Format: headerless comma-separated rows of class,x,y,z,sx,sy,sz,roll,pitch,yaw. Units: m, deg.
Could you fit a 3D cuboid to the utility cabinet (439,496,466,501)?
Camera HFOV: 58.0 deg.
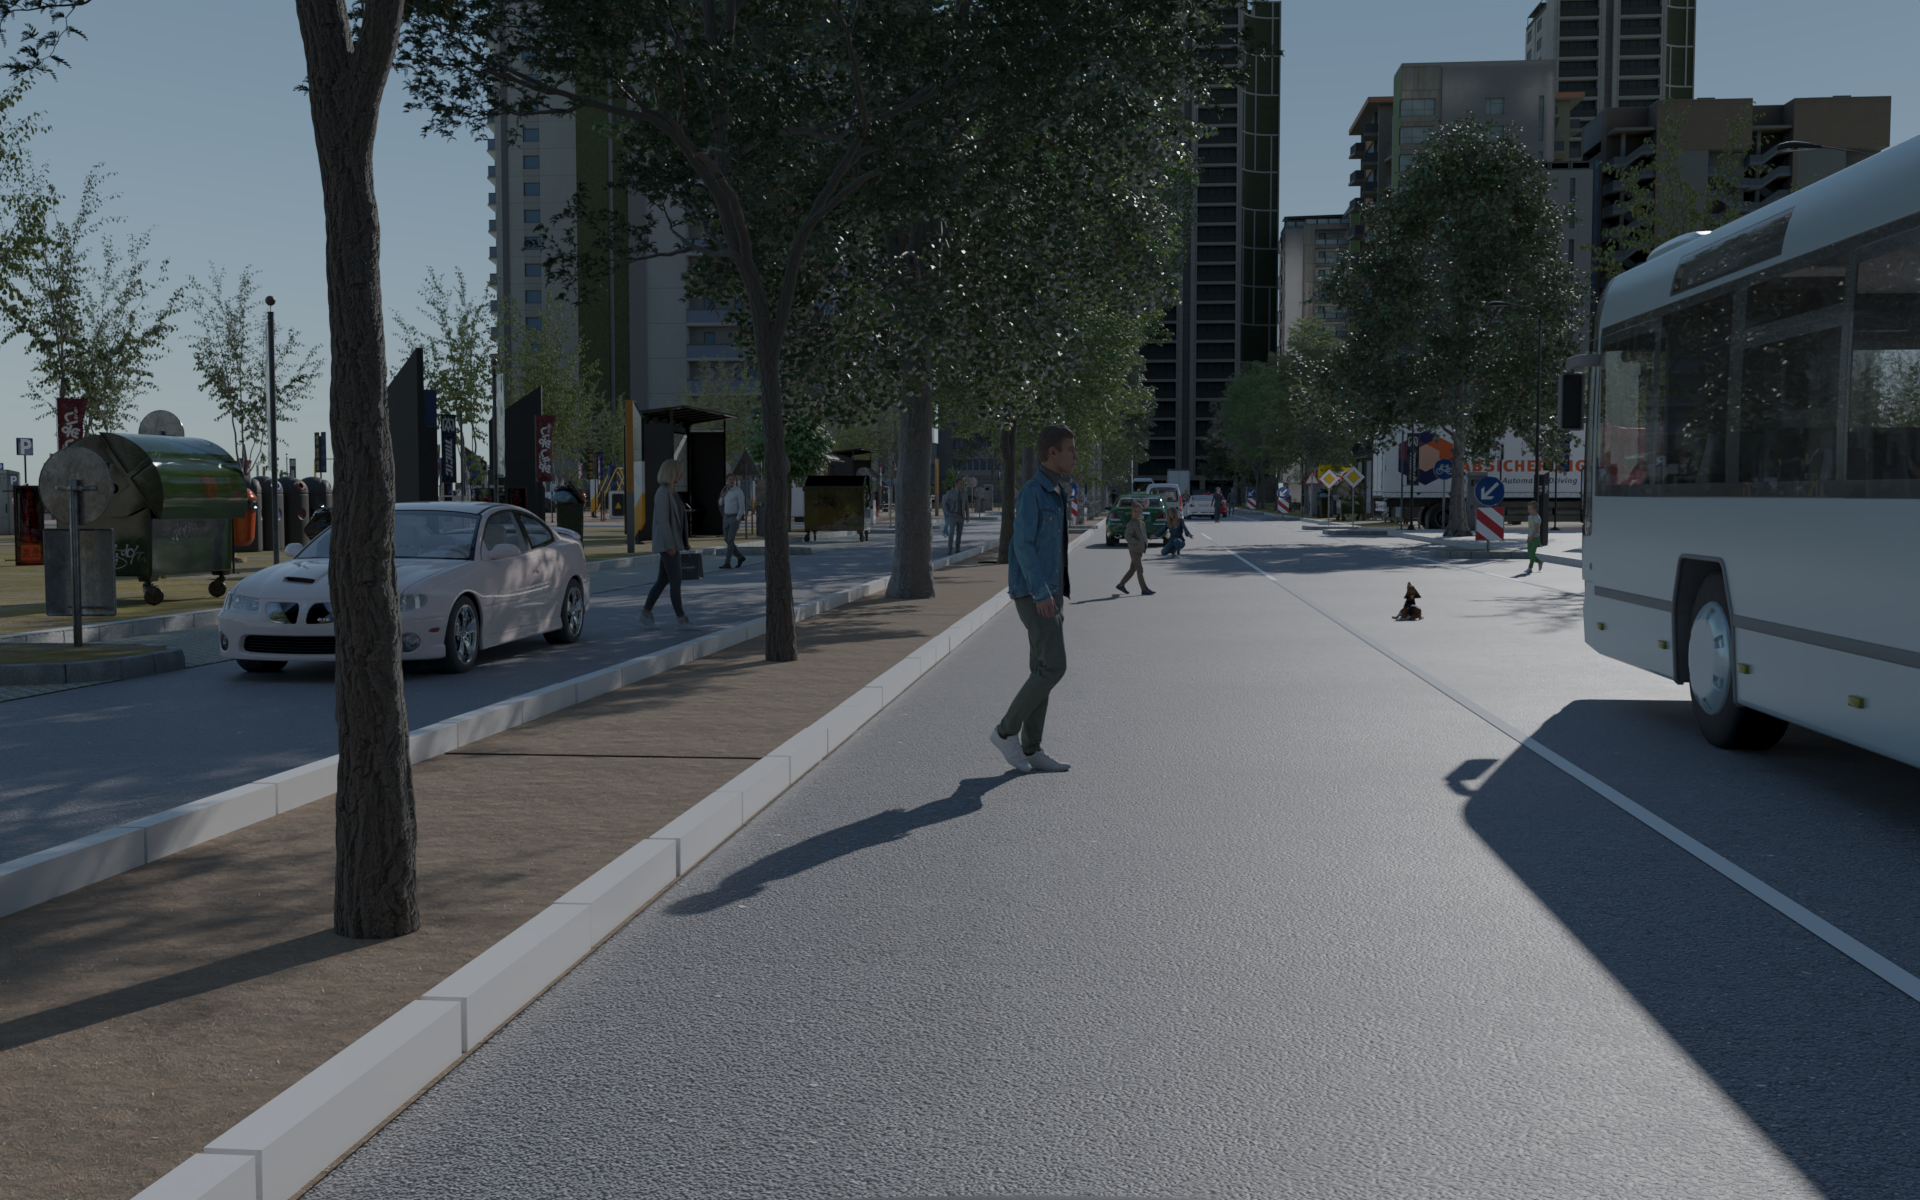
utility cabinet,-18.741,-3.226,63.901,1.020,1.237,0.306,-3,5,-43

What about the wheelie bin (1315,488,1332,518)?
wheelie bin,19.300,-5.144,92.014,0.693,1.594,0.980,-1,4,-15

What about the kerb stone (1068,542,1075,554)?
kerb stone,2.755,-1.305,43.626,0.120,0.150,1.000,0,4,6

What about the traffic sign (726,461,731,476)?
traffic sign,-8.769,-3.873,63.437,0.768,2.556,0.104,1,4,11

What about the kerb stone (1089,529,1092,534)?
kerb stone,4.342,-2.246,58.910,0.120,0.150,1.000,0,4,6

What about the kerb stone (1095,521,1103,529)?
kerb stone,6.094,-3.281,75.837,0.120,0.150,1.000,0,4,6

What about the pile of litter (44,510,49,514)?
pile of litter,-60.037,-6.060,113.047,1.719,0.858,1.176,2,4,33

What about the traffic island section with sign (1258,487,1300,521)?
traffic island section with sign,17.412,-5.235,94.217,1.989,1.847,2.006,0,4,6

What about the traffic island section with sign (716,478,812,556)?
traffic island section with sign,-4.580,-1.979,40.980,1.989,1.847,2.006,0,4,6

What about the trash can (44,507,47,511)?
trash can,-60.846,-6.356,115.580,0.748,1.137,0.748,0,3,0

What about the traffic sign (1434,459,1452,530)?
traffic sign,17.367,-3.795,62.147,0.768,2.556,0.104,0,4,7

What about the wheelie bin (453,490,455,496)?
wheelie bin,-41.722,-8.235,142.555,0.693,1.594,0.980,1,4,16

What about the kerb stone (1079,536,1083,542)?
kerb stone,3.388,-1.685,49.740,0.120,0.150,1.000,0,4,6

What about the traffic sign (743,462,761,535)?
traffic sign,-6.538,-3.200,54.454,0.606,2.300,0.079,1,4,10

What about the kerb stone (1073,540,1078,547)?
kerb stone,2.966,-1.435,45.664,0.120,0.150,1.000,0,4,6

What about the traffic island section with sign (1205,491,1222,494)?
traffic island section with sign,25.428,-9.958,171.443,1.989,1.847,2.006,0,4,6

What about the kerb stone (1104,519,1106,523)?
kerb stone,6.624,-3.590,80.926,0.120,0.150,1.000,0,4,6

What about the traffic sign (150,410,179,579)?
traffic sign,-12.085,-1.596,26.206,0.768,2.556,0.104,1,4,9

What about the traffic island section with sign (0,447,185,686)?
traffic island section with sign,-7.390,-0.317,13.803,1.989,1.847,2.006,0,4,6

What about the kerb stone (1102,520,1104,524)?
kerb stone,6.300,-3.405,77.874,0.120,0.150,1.000,0,4,6

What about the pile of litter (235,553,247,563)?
pile of litter,-14.178,-1.139,32.595,1.719,0.858,1.176,3,5,42

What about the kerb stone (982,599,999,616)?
kerb stone,0.322,0.125,20.198,0.120,0.150,1.000,0,4,6

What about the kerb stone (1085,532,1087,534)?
kerb stone,3.806,-1.934,53.819,0.120,0.150,1.000,0,4,6

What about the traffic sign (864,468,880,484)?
traffic sign,-3.887,-4.544,75.487,0.795,2.450,0.064,1,4,12

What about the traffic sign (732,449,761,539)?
traffic sign,-6.126,-3.033,49.596,0.884,2.594,0.081,1,4,13

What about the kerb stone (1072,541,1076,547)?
kerb stone,2.853,-1.370,44.643,0.120,0.150,1.000,0,4,6

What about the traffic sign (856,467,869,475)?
traffic sign,-4.591,-5.033,82.396,0.768,2.556,0.104,1,4,13

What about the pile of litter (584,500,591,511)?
pile of litter,-28.376,-7.154,130.927,1.719,0.858,1.176,1,4,21

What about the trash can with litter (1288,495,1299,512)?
trash can with litter,23.196,-6.836,122.824,1.678,1.210,2.233,1,4,22

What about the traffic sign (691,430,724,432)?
traffic sign,-8.595,-3.751,55.204,2.265,3.308,0.079,1,4,10

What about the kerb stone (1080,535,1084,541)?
kerb stone,3.494,-1.742,50.765,0.120,0.150,1.000,0,4,6

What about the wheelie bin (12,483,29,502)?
wheelie bin,-26.933,-2.573,49.976,0.693,1.594,0.980,-3,4,-36

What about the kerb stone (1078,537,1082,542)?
kerb stone,3.283,-1.618,48.721,0.120,0.150,1.000,0,4,6

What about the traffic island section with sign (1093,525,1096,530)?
traffic island section with sign,4.506,-3.813,70.480,2.006,1.907,1.989,0,4,6

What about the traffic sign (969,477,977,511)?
traffic sign,0.914,-7.907,129.386,0.768,2.556,0.104,0,4,7

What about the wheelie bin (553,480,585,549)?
wheelie bin,-8.523,-1.829,37.806,0.693,1.594,0.980,-1,4,-12

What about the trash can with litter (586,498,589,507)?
trash can with litter,-29.085,-7.511,134.184,0.624,1.170,1.055,1,4,13

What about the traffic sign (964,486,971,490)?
traffic sign,0.358,-7.691,125.754,0.884,2.594,0.081,1,4,15

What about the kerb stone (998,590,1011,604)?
kerb stone,0.531,0.001,22.236,0.120,0.150,1.000,0,4,6

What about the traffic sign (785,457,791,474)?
traffic sign,-5.729,-3.338,54.675,0.768,2.556,0.104,0,4,8

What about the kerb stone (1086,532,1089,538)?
kerb stone,3.922,-1.995,54.835,0.120,0.150,1.000,0,4,6

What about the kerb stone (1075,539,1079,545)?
kerb stone,3.074,-1.498,46.681,0.120,0.150,1.000,0,4,6

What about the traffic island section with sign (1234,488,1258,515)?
traffic island section with sign,20.200,-6.875,121.028,1.989,1.847,2.006,0,4,6

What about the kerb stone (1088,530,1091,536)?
kerb stone,4.130,-2.121,56.877,0.120,0.150,1.000,0,4,6

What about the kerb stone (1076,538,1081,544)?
kerb stone,3.177,-1.558,47.701,0.120,0.150,1.000,0,4,6

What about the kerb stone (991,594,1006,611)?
kerb stone,0.430,0.067,21.219,0.120,0.150,1.000,0,4,6

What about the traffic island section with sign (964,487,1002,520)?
traffic island section with sign,1.123,-5.338,95.911,1.989,1.847,2.006,0,4,6

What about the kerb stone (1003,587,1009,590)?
kerb stone,0.638,-0.063,23.252,0.120,0.150,1.000,0,4,6

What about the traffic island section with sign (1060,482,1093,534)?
traffic island section with sign,3.732,-3.362,63.113,2.006,1.907,1.989,0,4,6

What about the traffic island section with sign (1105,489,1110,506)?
traffic island section with sign,12.255,-8.384,145.219,2.006,1.907,1.989,0,4,6

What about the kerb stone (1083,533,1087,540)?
kerb stone,3.710,-1.872,52.802,0.120,0.150,1.000,0,4,6

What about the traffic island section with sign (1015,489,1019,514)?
traffic island section with sign,3.914,-6.978,122.721,1.989,1.847,2.006,0,4,6

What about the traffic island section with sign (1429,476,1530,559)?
traffic island section with sign,11.702,-1.866,39.145,1.989,1.847,2.006,0,4,6

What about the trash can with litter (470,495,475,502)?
trash can with litter,-24.294,-4.667,87.368,2.233,1.210,1.678,-1,4,-14

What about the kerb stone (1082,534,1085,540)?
kerb stone,3.599,-1.810,51.786,0.120,0.150,1.000,0,4,6
